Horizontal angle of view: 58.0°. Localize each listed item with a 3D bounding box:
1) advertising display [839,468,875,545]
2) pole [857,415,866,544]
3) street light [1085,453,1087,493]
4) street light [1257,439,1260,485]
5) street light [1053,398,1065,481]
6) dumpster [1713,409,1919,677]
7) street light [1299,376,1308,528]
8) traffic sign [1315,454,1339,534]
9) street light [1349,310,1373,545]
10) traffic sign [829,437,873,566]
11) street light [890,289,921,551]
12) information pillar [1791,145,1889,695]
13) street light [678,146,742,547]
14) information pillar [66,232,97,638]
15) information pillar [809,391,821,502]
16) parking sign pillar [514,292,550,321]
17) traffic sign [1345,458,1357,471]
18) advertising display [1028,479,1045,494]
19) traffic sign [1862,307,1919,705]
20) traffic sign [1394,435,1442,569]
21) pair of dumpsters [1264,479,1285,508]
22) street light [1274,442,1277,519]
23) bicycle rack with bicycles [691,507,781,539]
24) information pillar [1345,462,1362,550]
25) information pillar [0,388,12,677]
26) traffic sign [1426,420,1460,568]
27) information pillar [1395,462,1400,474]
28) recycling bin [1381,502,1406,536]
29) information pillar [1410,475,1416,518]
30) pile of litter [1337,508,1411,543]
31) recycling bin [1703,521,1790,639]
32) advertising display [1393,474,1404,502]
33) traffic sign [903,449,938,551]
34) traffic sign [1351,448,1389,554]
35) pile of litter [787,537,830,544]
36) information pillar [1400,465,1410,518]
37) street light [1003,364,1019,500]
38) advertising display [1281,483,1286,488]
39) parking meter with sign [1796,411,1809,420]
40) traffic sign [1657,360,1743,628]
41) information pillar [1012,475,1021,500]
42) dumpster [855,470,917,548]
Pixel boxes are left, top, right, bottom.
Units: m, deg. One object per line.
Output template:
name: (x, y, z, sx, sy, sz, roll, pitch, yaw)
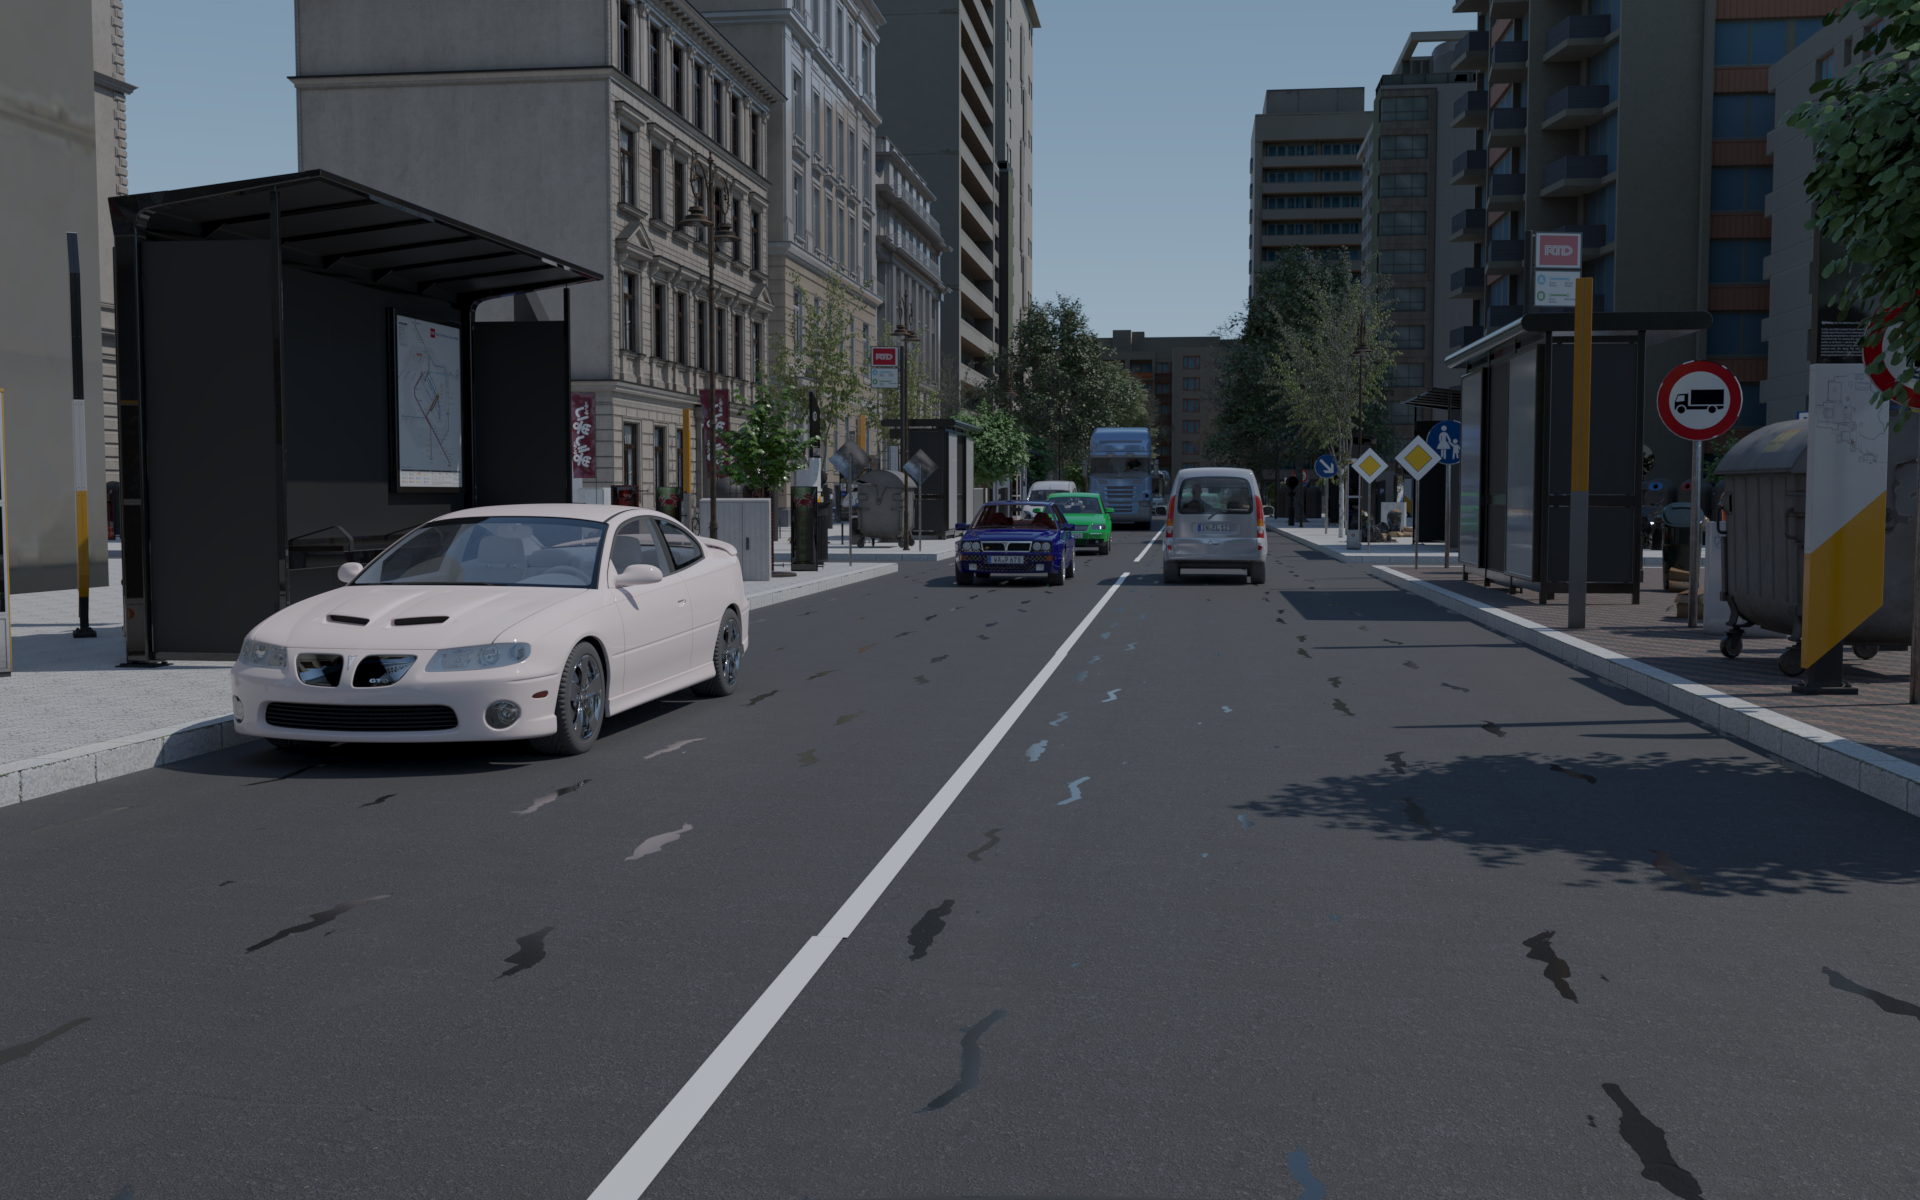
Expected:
advertising display: (-2.597, -2.365, 43.877, 0.974, 1.923, 0.123, 1, 4, 22)
pole: (-2.549, -3.116, 44.792, 0.158, 3.312, 0.155, 0, 3, 0)
street light: (7.703, -8.143, 105.930, 0.468, 5.910, 1.993, 0, 4, 8)
street light: (19.014, -8.430, 110.617, 0.468, 5.910, 1.993, 0, 4, 8)
street light: (4.811, -6.794, 83.872, 0.468, 5.910, 1.993, 0, 4, 8)
dumpster: (6.443, -0.426, 12.727, 1.264, 1.857, 1.865, 0, 4, 7)
street light: (13.098, -5.720, 66.316, 0.468, 5.910, 1.993, 0, 4, 8)
traffic sign: (11.769, -3.394, 55.598, 0.768, 2.556, 0.104, 1, 4, 16)
street light: (10.110, -4.342, 43.783, 0.468, 5.910, 1.993, 0, 4, 8)
traffic sign: (-1.943, -1.656, 30.724, 0.795, 2.450, 0.064, 0, 4, 8)
street light: (-1.223, -4.066, 39.268, 0.468, 5.910, 1.993, 0, 4, 8)
information pillar: (5.648, -1.204, 11.038, 0.504, 3.616, 0.183, 0, 4, 0)
street light: (-3.359, -3.100, 23.470, 0.468, 5.910, 1.993, 0, 4, 8)
information pillar: (-7.838, -1.471, 15.405, 0.183, 3.616, 0.504, -2, 4, -29)
information pillar: (-3.330, -2.958, 39.722, 0.183, 3.616, 0.504, 1, 4, 17)
parking sign pillar: (-5.055, -1.935, 20.112, 1.447, 3.967, 1.447, -2, 4, -29)
traffic sign: (14.045, -3.776, 61.839, 0.768, 2.556, 0.104, 1, 4, 15)
advertising display: (3.201, -4.278, 75.159, 0.974, 1.923, 0.123, -1, 4, -13)
traffic sign: (5.851, -0.637, 10.514, 0.768, 2.556, 0.104, 1, 4, 13)
traffic sign: (7.763, -1.576, 29.415, 0.795, 2.450, 0.064, 0, 4, 8)
pair of dumpsters: (20.084, -6.545, 109.503, 1.574, 2.255, 4.437, 0, 4, 8)
street light: (16.139, -7.068, 88.355, 0.468, 5.910, 1.993, 0, 4, 8)
bicycle rack with bicycles: (-6.617, -2.217, 49.631, 2.852, 0.926, 2.925, 3, 5, 39)
information pillar: (9.084, -2.164, 39.881, 0.304, 2.012, 0.304, 1, 4, 21)
information pillar: (-6.857, -0.466, 12.107, 0.304, 2.012, 0.304, -3, 5, -41)
traffic sign: (8.412, -1.819, 29.850, 0.768, 2.556, 0.104, 1, 4, 9)
information pillar: (28.001, -7.292, 110.581, 0.504, 3.616, 0.183, 2, 4, 33)
recycling bin: (13.377, -2.500, 53.427, 0.722, 1.027, 0.722, 1, 4, 18)
information pillar: (18.896, -4.900, 71.469, 0.183, 3.616, 0.504, -1, 4, -12)
pile of litter: (10.917, -1.973, 46.225, 1.176, 0.858, 1.719, -2, 4, -26)
recycling bin: (7.260, -0.199, 15.804, 0.722, 1.027, 0.722, 3, 4, 38)
advertising display: (14.007, -3.065, 55.323, 0.123, 1.923, 0.974, 2, 4, 27)
traffic sign: (-0.888, -2.141, 38.640, 0.795, 2.450, 0.064, 0, 4, 8)
traffic sign: (8.818, -2.060, 37.330, 0.795, 2.450, 0.064, 0, 4, 8)
pile of litter: (-3.908, -1.892, 44.902, 1.176, 0.858, 1.719, 0, 4, 5)
information pillar: (24.405, -6.307, 94.471, 0.504, 3.616, 0.183, 1, 4, 19)
street light: (1.822, -5.446, 61.826, 0.468, 5.910, 1.993, 0, 4, 8)
advertising display: (19.821, -6.071, 104.467, 0.974, 1.923, 0.123, 3, 5, 41)
parking meter with sign: (18.543, -2.465, 36.561, 1.738, 3.016, 0.543, -1, 4, -14)
traffic sign: (7.022, -1.004, 16.526, 0.768, 2.556, 0.104, 1, 4, 11)
information pillar: (2.089, -3.727, 65.421, 0.304, 2.012, 0.304, 2, 4, 28)
dumpster: (-1.791, -2.207, 41.835, 1.264, 1.857, 1.865, 0, 4, 8)
